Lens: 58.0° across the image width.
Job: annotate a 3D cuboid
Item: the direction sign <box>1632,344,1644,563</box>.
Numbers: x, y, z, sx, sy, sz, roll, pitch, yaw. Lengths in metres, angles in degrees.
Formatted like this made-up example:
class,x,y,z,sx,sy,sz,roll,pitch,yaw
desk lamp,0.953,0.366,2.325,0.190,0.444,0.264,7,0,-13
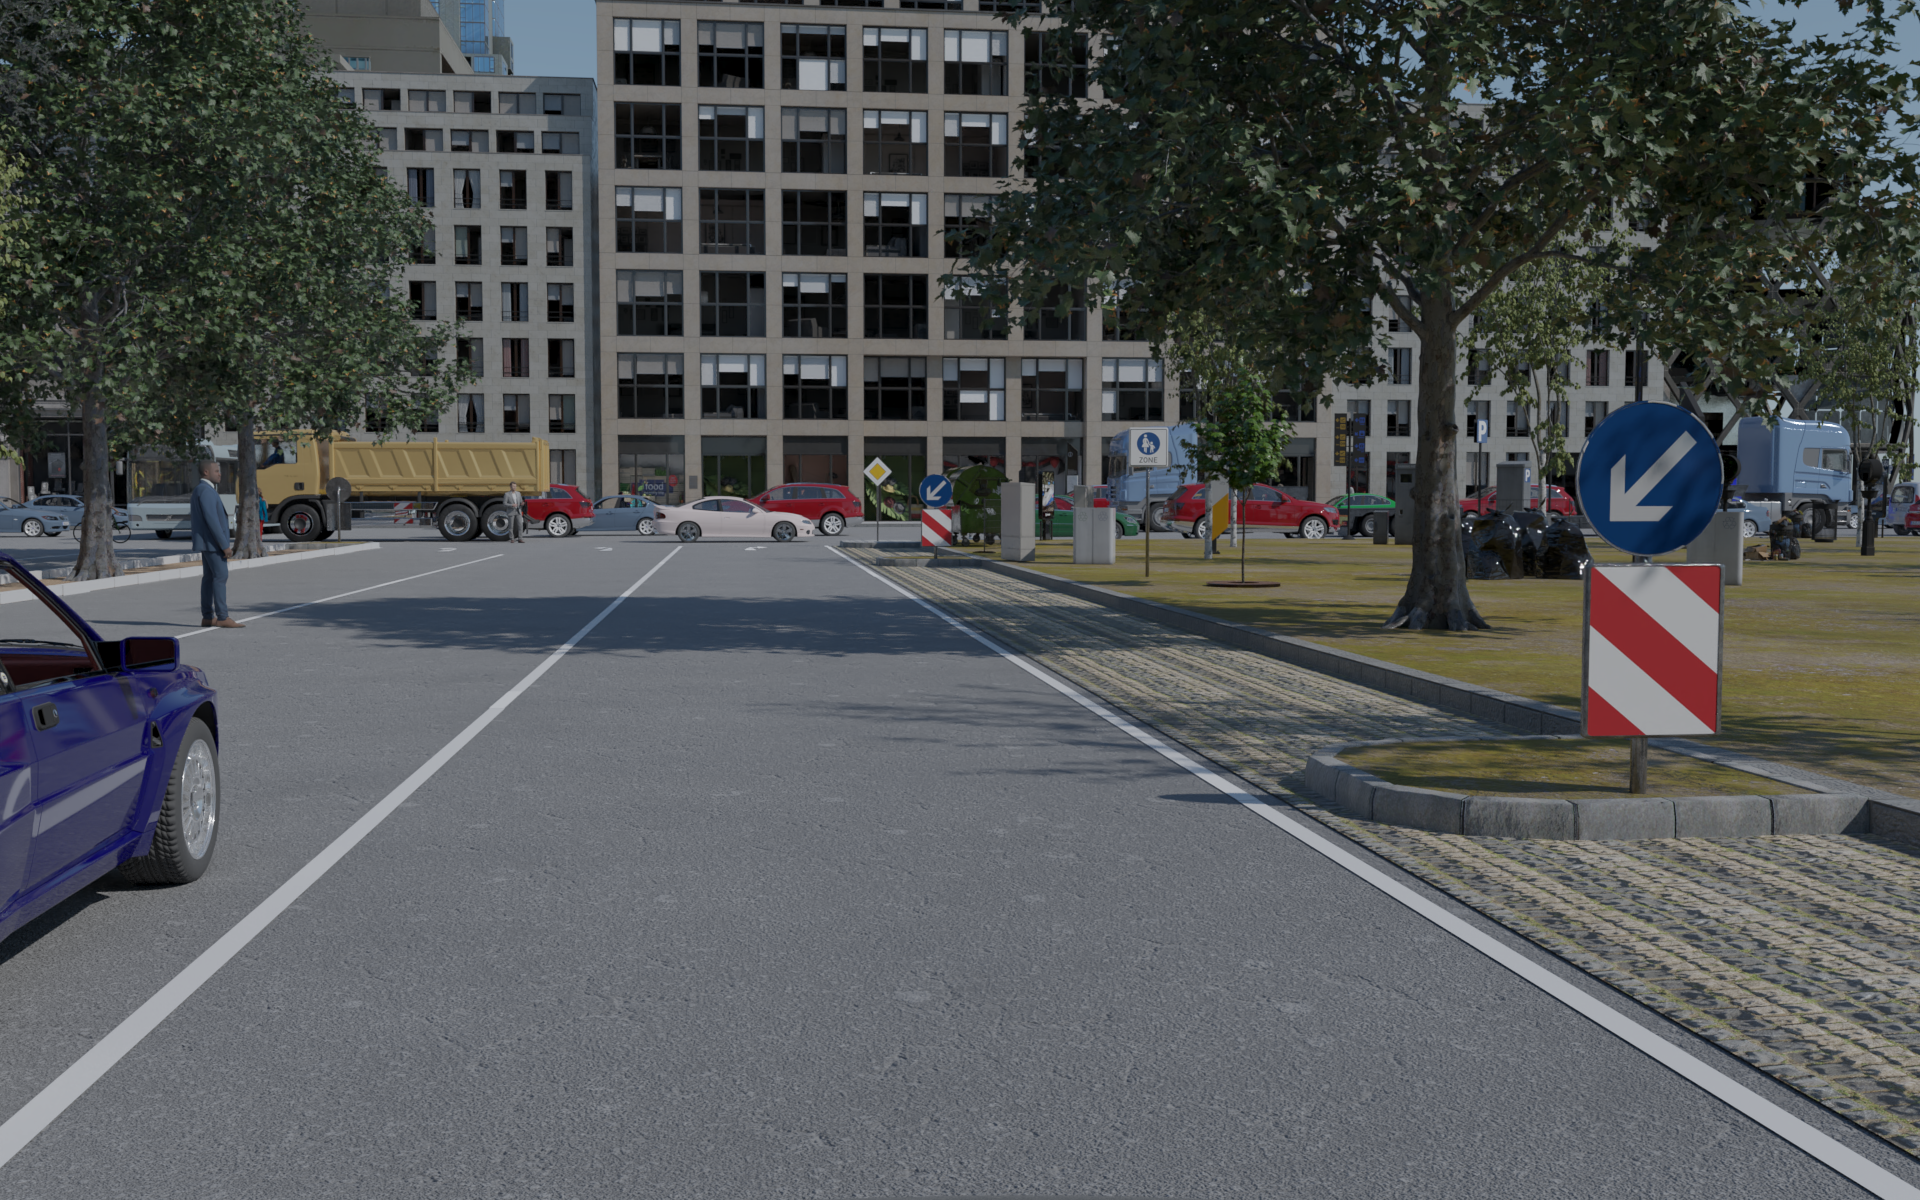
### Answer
class,x,y,z,sx,sy,sz,roll,pitch,yaw
direction sign,9.581,-1.988,24.505,0.379,3.537,0.876,1,4,17

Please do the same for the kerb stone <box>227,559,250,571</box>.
class,x,y,z,sx,sy,sz,roll,pitch,yaw
kerb stone,-13.818,-0.666,33.100,0.120,0.150,1.000,0,4,-7

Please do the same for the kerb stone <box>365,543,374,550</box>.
class,x,y,z,sx,sy,sz,roll,pitch,yaw
kerb stone,-15.245,-1.354,44.339,0.120,0.150,1.000,0,4,-7

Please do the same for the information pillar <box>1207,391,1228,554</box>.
class,x,y,z,sx,sy,sz,roll,pitch,yaw
information pillar,5.478,-2.789,36.958,0.504,3.616,0.183,1,4,11

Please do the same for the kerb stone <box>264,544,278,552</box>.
class,x,y,z,sx,sy,sz,roll,pitch,yaw
kerb stone,-17.200,-1.266,43.025,0.120,0.150,1.000,0,4,-7

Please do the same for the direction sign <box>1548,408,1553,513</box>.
class,x,y,z,sx,sy,sz,roll,pitch,yaw
direction sign,15.686,-3.305,46.034,0.379,3.537,0.876,1,4,18

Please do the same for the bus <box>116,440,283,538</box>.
class,x,y,z,sx,sy,sz,roll,pitch,yaw
bus,-25.202,-3.929,59.096,2.948,3.499,13.247,0,4,-8

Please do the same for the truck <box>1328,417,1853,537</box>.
class,x,y,z,sx,sy,sz,roll,pitch,yaw
truck,21.907,-4.255,59.332,18.799,4.110,2.967,0,4,-8

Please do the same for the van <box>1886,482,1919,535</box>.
class,x,y,z,sx,sy,sz,roll,pitch,yaw
van,34.309,-3.232,59.852,4.112,2.044,2.013,-1,4,-9

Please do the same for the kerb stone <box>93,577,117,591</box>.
class,x,y,z,sx,sy,sz,roll,pitch,yaw
kerb stone,-12.911,-0.225,25.937,0.120,0.150,1.000,0,4,-7

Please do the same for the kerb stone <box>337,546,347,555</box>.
class,x,y,z,sx,sy,sz,roll,pitch,yaw
kerb stone,-14.843,-1.167,41.275,0.120,0.150,1.000,0,4,-7

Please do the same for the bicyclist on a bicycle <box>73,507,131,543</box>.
class,x,y,z,sx,sy,sz,roll,pitch,yaw
bicyclist on a bicycle,-24.870,-2.456,50.182,1.625,1.676,1.499,0,4,-6

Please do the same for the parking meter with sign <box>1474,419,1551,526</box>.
class,x,y,z,sx,sy,sz,roll,pitch,yaw
parking meter with sign,12.794,-2.677,40.027,1.738,3.016,0.543,3,5,41

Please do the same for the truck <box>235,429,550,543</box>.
class,x,y,z,sx,sy,sz,roll,pitch,yaw
truck,-17.535,-3.459,52.482,9.791,3.379,3.469,-1,4,-9

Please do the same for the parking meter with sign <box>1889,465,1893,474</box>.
class,x,y,z,sx,sy,sz,roll,pitch,yaw
parking meter with sign,54.412,-6.519,102.849,1.738,3.016,0.543,0,4,7

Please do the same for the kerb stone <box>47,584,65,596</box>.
class,x,y,z,sx,sy,sz,roll,pitch,yaw
kerb stone,-12.644,-0.103,23.886,0.120,0.150,1.000,0,4,-7

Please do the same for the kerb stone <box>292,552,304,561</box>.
class,x,y,z,sx,sy,sz,roll,pitch,yaw
kerb stone,-14.336,-0.917,37.190,0.120,0.150,1.000,0,4,-7

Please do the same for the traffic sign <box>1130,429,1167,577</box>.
class,x,y,z,sx,sy,sz,roll,pitch,yaw
traffic sign,2.898,-1.505,26.740,0.606,2.300,0.079,0,4,-2

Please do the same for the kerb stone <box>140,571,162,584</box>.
class,x,y,z,sx,sy,sz,roll,pitch,yaw
kerb stone,-13.165,-0.354,27.987,0.120,0.150,1.000,0,4,-7

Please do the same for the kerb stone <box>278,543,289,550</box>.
class,x,y,z,sx,sy,sz,roll,pitch,yaw
kerb stone,-17.322,-1.335,44.058,0.120,0.150,1.000,0,4,-7

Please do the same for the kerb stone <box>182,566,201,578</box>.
class,x,y,z,sx,sy,sz,roll,pitch,yaw
kerb stone,-13.417,-0.479,30.030,0.120,0.150,1.000,0,4,-7

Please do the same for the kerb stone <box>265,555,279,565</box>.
class,x,y,z,sx,sy,sz,roll,pitch,yaw
kerb stone,-14.072,-0.792,35.146,0.120,0.150,1.000,0,4,-7

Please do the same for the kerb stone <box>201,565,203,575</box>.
class,x,y,z,sx,sy,sz,roll,pitch,yaw
kerb stone,-13.557,-0.542,31.056,0.120,0.150,1.000,0,4,-7

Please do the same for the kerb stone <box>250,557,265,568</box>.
class,x,y,z,sx,sy,sz,roll,pitch,yaw
kerb stone,-13.940,-0.730,34.125,0.120,0.150,1.000,0,4,-7

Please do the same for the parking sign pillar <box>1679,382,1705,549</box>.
class,x,y,z,sx,sy,sz,roll,pitch,yaw
parking sign pillar,17.192,-3.218,41.090,1.447,3.967,1.447,0,4,4

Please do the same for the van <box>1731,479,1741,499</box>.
class,x,y,z,sx,sy,sz,roll,pitch,yaw
van,28.925,-3.843,67.219,5.245,2.365,2.240,-1,4,-8

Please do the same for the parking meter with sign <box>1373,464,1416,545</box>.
class,x,y,z,sx,sy,sz,roll,pitch,yaw
parking meter with sign,11.343,-2.902,43.710,1.738,3.016,0.543,1,4,21

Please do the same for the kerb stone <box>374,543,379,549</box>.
class,x,y,z,sx,sy,sz,roll,pitch,yaw
kerb stone,-15.372,-1.417,45.358,0.120,0.150,1.000,0,4,-7

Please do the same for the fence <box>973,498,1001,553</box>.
class,x,y,z,sx,sy,sz,roll,pitch,yaw
fence,0.923,-1.678,38.642,0.480,1.192,2.264,1,4,22

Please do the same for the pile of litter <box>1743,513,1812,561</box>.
class,x,y,z,sx,sy,sz,roll,pitch,yaw
pile of litter,15.756,-1.214,33.810,1.719,0.858,1.176,-2,4,-33

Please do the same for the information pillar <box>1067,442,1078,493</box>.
class,x,y,z,sx,sy,sz,roll,pitch,yaw
information pillar,5.032,-5.278,77.654,0.504,3.616,0.183,1,4,19

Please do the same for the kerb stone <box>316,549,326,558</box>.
class,x,y,z,sx,sy,sz,roll,pitch,yaw
kerb stone,-14.599,-1.039,39.237,0.120,0.150,1.000,0,4,-7

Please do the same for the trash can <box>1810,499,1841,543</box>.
class,x,y,z,sx,sy,sz,roll,pitch,yaw
trash can,22.926,-2.096,45.920,0.748,1.137,0.748,0,3,0

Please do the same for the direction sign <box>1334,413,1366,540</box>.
class,x,y,z,sx,sy,sz,roll,pitch,yaw
direction sign,10.914,-3.459,48.552,0.876,3.537,0.379,0,4,-1

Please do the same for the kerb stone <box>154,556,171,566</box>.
class,x,y,z,sx,sy,sz,roll,pitch,yaw
kerb stone,-16.147,-0.774,34.849,0.120,0.150,1.000,0,4,-7

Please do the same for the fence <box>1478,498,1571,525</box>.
class,x,y,z,sx,sy,sz,roll,pitch,yaw
fence,12.188,-1.609,37.502,2.264,1.192,0.480,3,5,44

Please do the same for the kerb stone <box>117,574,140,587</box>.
class,x,y,z,sx,sy,sz,roll,pitch,yaw
kerb stone,-13.040,-0.291,26.964,0.120,0.150,1.000,0,4,-7

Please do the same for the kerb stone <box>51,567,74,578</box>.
class,x,y,z,sx,sy,sz,roll,pitch,yaw
kerb stone,-15.501,-0.462,29.747,0.120,0.150,1.000,0,4,-7

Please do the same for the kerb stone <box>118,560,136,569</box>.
class,x,y,z,sx,sy,sz,roll,pitch,yaw
kerb stone,-15.899,-0.649,32.804,0.120,0.150,1.000,0,4,-7

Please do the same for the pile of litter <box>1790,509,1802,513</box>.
class,x,y,z,sx,sy,sz,roll,pitch,yaw
pile of litter,24.077,-2.226,50.365,1.719,0.858,1.176,0,4,1

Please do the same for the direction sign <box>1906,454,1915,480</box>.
class,x,y,z,sx,sy,sz,roll,pitch,yaw
direction sign,53.411,-6.448,97.428,0.876,3.537,0.379,-2,4,-35

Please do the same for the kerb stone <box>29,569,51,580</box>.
class,x,y,z,sx,sy,sz,roll,pitch,yaw
kerb stone,-15.376,-0.398,28.728,0.120,0.150,1.000,0,4,-7

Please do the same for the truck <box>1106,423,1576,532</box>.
class,x,y,z,sx,sy,sz,roll,pitch,yaw
truck,14.325,-4.695,66.522,18.799,4.110,2.967,-1,4,-8

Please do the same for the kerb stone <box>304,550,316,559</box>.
class,x,y,z,sx,sy,sz,roll,pitch,yaw
kerb stone,-14.462,-0.980,38.220,0.120,0.150,1.000,0,4,-7

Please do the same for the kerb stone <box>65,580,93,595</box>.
class,x,y,z,sx,sy,sz,roll,pitch,yaw
kerb stone,-12.767,-0.167,24.920,0.120,0.150,1.000,0,4,-7

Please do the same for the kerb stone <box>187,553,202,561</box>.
class,x,y,z,sx,sy,sz,roll,pitch,yaw
kerb stone,-16.415,-0.899,36.899,0.120,0.150,1.000,0,4,-7

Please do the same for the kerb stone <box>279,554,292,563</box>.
class,x,y,z,sx,sy,sz,roll,pitch,yaw
kerb stone,-14.205,-0.850,36.168,0.120,0.150,1.000,0,4,-7

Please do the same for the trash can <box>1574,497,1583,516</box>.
class,x,y,z,sx,sy,sz,roll,pitch,yaw
trash can,29.459,-4.307,82.068,0.748,1.137,0.748,0,3,0

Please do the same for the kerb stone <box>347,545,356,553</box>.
class,x,y,z,sx,sy,sz,roll,pitch,yaw
kerb stone,-14.976,-1.229,42.296,0.120,0.150,1.000,0,4,-7

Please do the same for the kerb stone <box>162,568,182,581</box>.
class,x,y,z,sx,sy,sz,roll,pitch,yaw
kerb stone,-13.296,-0.417,29.011,0.120,0.150,1.000,0,4,-7

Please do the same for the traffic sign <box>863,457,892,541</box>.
class,x,y,z,sx,sy,sz,roll,pitch,yaw
traffic sign,-2.236,-2.647,46.925,0.795,2.450,0.064,0,4,-7

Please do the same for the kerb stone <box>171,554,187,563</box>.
class,x,y,z,sx,sy,sz,roll,pitch,yaw
kerb stone,-16.287,-0.836,35.872,0.120,0.150,1.000,0,4,-7

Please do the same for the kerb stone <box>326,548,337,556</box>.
class,x,y,z,sx,sy,sz,roll,pitch,yaw
kerb stone,-14.728,-1.105,40.255,0.120,0.150,1.000,0,4,-7

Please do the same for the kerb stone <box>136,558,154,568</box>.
class,x,y,z,sx,sy,sz,roll,pitch,yaw
kerb stone,-16.015,-0.711,33.826,0.120,0.150,1.000,0,4,-7

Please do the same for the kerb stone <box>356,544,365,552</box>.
class,x,y,z,sx,sy,sz,roll,pitch,yaw
kerb stone,-15.117,-1.292,43.318,0.120,0.150,1.000,0,4,-7

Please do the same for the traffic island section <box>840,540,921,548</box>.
class,x,y,z,sx,sy,sz,roll,pitch,yaw
traffic island section,-2.213,-1.512,47.005,2.009,0.180,2.903,0,4,-7

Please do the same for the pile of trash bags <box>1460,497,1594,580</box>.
class,x,y,z,sx,sy,sz,roll,pitch,yaw
pile of trash bags,9.193,-1.034,26.661,3.447,1.369,1.912,0,4,1
